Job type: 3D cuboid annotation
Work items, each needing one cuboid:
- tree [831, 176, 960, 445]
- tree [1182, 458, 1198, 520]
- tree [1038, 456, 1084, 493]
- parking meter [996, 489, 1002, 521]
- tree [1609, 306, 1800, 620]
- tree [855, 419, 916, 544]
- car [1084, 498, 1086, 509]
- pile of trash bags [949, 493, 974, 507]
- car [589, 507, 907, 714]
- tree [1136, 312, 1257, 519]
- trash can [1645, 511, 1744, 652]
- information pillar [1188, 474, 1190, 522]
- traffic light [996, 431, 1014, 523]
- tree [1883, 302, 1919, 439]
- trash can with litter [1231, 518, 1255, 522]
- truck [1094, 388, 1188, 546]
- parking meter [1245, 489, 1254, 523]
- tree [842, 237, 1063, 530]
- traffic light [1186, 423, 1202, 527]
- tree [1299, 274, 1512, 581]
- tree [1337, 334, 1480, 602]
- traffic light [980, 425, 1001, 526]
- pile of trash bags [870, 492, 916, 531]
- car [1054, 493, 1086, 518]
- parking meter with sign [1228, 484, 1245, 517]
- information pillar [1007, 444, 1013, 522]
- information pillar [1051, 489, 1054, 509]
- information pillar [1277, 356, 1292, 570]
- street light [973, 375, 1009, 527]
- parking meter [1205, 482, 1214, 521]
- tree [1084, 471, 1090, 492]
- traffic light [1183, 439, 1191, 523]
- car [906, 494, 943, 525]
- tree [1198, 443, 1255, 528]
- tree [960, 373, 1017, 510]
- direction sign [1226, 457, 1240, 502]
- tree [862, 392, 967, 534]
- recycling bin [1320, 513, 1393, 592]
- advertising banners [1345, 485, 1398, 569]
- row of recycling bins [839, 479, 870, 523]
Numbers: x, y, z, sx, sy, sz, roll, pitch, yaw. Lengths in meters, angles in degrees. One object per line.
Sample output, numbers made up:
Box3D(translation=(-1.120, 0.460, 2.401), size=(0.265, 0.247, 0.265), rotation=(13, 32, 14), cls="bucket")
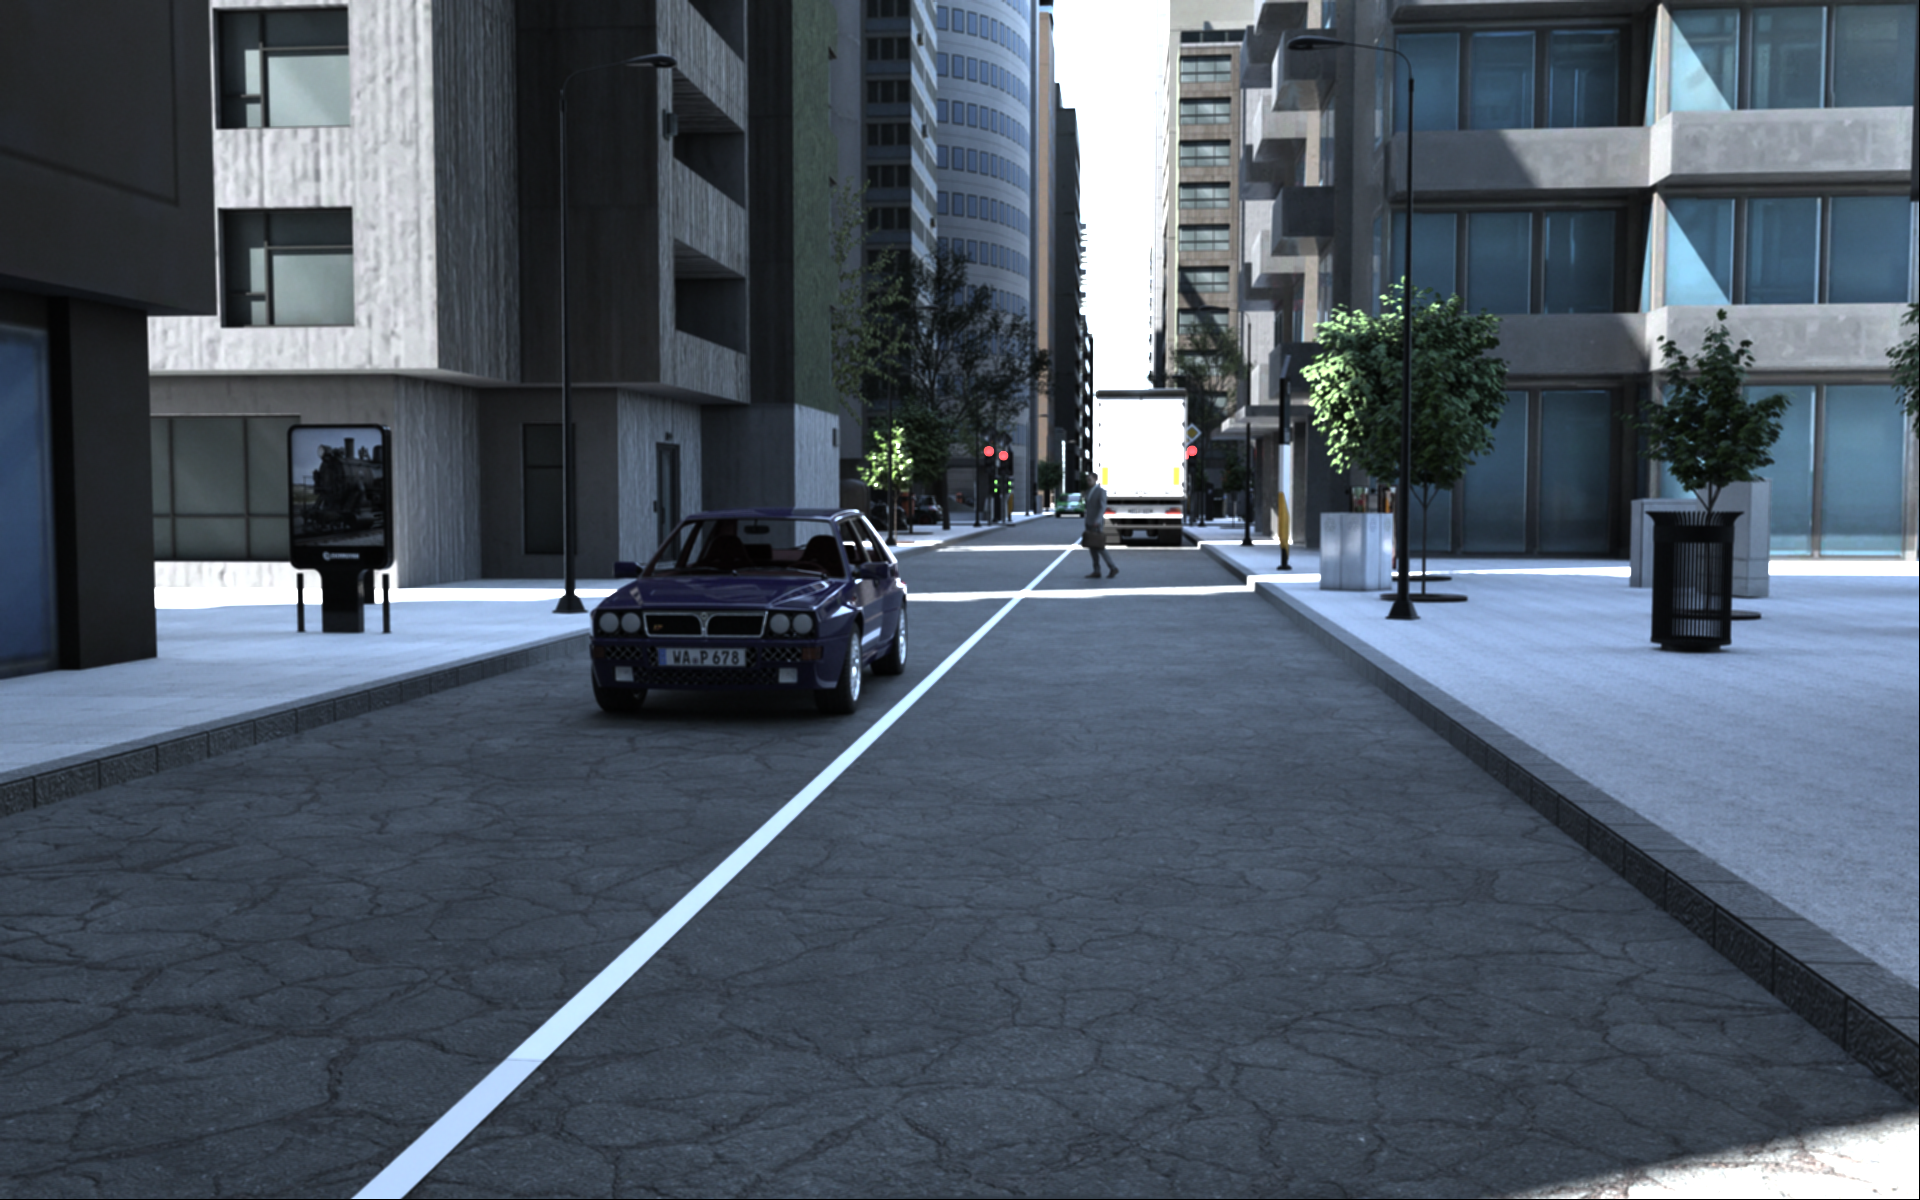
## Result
Box3D(translation=(-3.223, -5.413, 38.869), size=(4.737, 8.622, 4.395), rotation=(0, 3, 0), cls="tree")
Box3D(translation=(11.704, -5.503, 84.575), size=(1.663, 3.219, 1.824), rotation=(0, 3, 0), cls="tree")
Box3D(translation=(7.336, -9.944, 146.295), size=(4.285, 4.588, 4.351), rotation=(0, 3, 0), cls="tree")
Box3D(translation=(1.798, -4.504, 82.053), size=(0.372, 1.533, 0.369), rotation=(0, 3, 0), cls="parking meter")
Box3D(translation=(7.830, -1.423, 17.876), size=(1.663, 3.219, 1.824), rotation=(0, 3, 0), cls="tree")
Box3D(translation=(-1.617, -3.067, 44.749), size=(1.663, 3.219, 1.824), rotation=(0, 3, 0), cls="tree")
Box3D(translation=(13.018, -9.511, 167.510), size=(2.014, 1.417, 4.499), rotation=(0, 4, 8), cls="car")
Box3D(translation=(-0.064, -6.083, 109.207), size=(1.912, 1.369, 3.447), rotation=(0, 4, -2), cls="pile of trash bags")
Box3D(translation=(-1.415, 0.000, 12.581), size=(1.945, 1.354, 3.894), rotation=(0, 4, 5), cls="car")
Box3D(translation=(12.322, -9.508, 89.867), size=(8.767, 10.594, 7.601), rotation=(0, 4, 6), cls="tree")
Box3D(translation=(6.010, -0.157, 14.215), size=(0.748, 1.137, 0.748), rotation=(0, 3, 0), cls="trash can")
Box3D(translation=(10.772, -5.461, 80.640), size=(0.183, 3.616, 0.504), rotation=(-1, 4, -16), cls="information pillar")
Box3D(translation=(1.974, -5.390, 77.048), size=(0.839, 4.253, 0.868), rotation=(0, 4, 6), cls="traffic light")
Box3D(translation=(13.692, -2.351, 22.159), size=(4.285, 4.588, 4.351), rotation=(0, 3, 0), cls="tree")
Box3D(translation=(13.732, -4.279, 81.024), size=(2.233, 1.210, 1.678), rotation=(2, 4, 26), cls="trash can with litter")
Box3D(translation=(5.366, -3.835, 51.616), size=(2.839, 4.237, 11.283), rotation=(0, 4, 6), cls="truck")
Box3D(translation=(12.752, -4.154, 76.324), size=(0.372, 1.533, 0.369), rotation=(0, 3, 0), cls="parking meter")
Box3D(translation=(-0.407, -7.811, 62.129), size=(8.767, 10.594, 7.601), rotation=(1, 4, 9), cls="tree")
Box3D(translation=(9.122, -4.858, 68.345), size=(0.839, 4.253, 0.868), rotation=(0, 4, 6), cls="traffic light")
Box3D(translation=(6.739, -2.591, 26.070), size=(4.285, 4.588, 4.351), rotation=(0, 3, 0), cls="tree")
Box3D(translation=(5.688, -1.617, 21.046), size=(1.663, 3.219, 1.824), rotation=(0, 3, 0), cls="tree")
Box3D(translation=(1.197, -4.904, 69.101), size=(0.839, 4.253, 0.868), rotation=(0, 4, 6), cls="traffic light")
Box3D(translation=(-2.614, -3.139, 61.082), size=(1.912, 1.369, 3.447), rotation=(2, 4, 31), cls="pile of trash bags")
Box3D(translation=(6.802, -5.988, 106.706), size=(1.959, 1.807, 4.718), rotation=(0, 4, 5), cls="car")
Box3D(translation=(15.676, -6.078, 95.637), size=(1.738, 3.016, 0.543), rotation=(2, 4, 31), cls="parking meter with sign")
Box3D(translation=(2.317, -5.409, 79.787), size=(0.183, 3.616, 0.504), rotation=(-1, 4, -18), cls="information pillar")
Box3D(translation=(8.132, -9.032, 152.170), size=(0.304, 2.012, 0.304), rotation=(0, 4, -5), cls="information pillar")
Box3D(translation=(5.468, -2.313, 29.180), size=(0.183, 3.616, 0.504), rotation=(1, 4, 23), cls="information pillar")
Box3D(translation=(1.217, -5.800, 67.377), size=(1.470, 5.913, 1.316), rotation=(0, 4, 6), cls="street light")
Box3D(translation=(11.942, -4.717, 82.834), size=(0.399, 1.863, 0.255), rotation=(0, 4, -5), cls="parking meter")
Box3D(translation=(15.487, -14.699, 224.040), size=(4.285, 4.588, 4.351), rotation=(0, 3, 0), cls="tree")
Box3D(translation=(9.899, -5.344, 76.292), size=(0.839, 4.253, 0.868), rotation=(0, 4, 6), cls="traffic light")
Box3D(translation=(-2.730, -3.846, 72.663), size=(4.222, 1.686, 2.009), rotation=(0, 4, 6), cls="car")
Box3D(translation=(10.207, -4.295, 64.828), size=(1.663, 3.219, 1.824), rotation=(0, 3, 0), cls="tree")
Box3D(translation=(1.094, -9.383, 103.768), size=(4.737, 8.622, 4.395), rotation=(0, 3, 0), cls="tree")
Box3D(translation=(16.527, -6.909, 104.958), size=(0.876, 3.537, 0.379), rotation=(-1, 4, -13), cls="direction sign")
Box3D(translation=(-1.494, -4.396, 55.583), size=(4.285, 4.588, 4.351), rotation=(0, 3, 0), cls="tree")
Box3D(translation=(5.313, -0.652, 23.219), size=(0.722, 1.027, 0.722), rotation=(3, 5, 45), cls="recycling bin")
Box3D(translation=(7.243, -2.031, 29.390), size=(2.074, 3.025, 0.090), rotation=(-3, 4, -38), cls="advertising banners")
Box3D(translation=(-3.066, -2.544, 48.706), size=(1.069, 1.692, 3.534), rotation=(0, 3, 0), cls="row of recycling bins")
